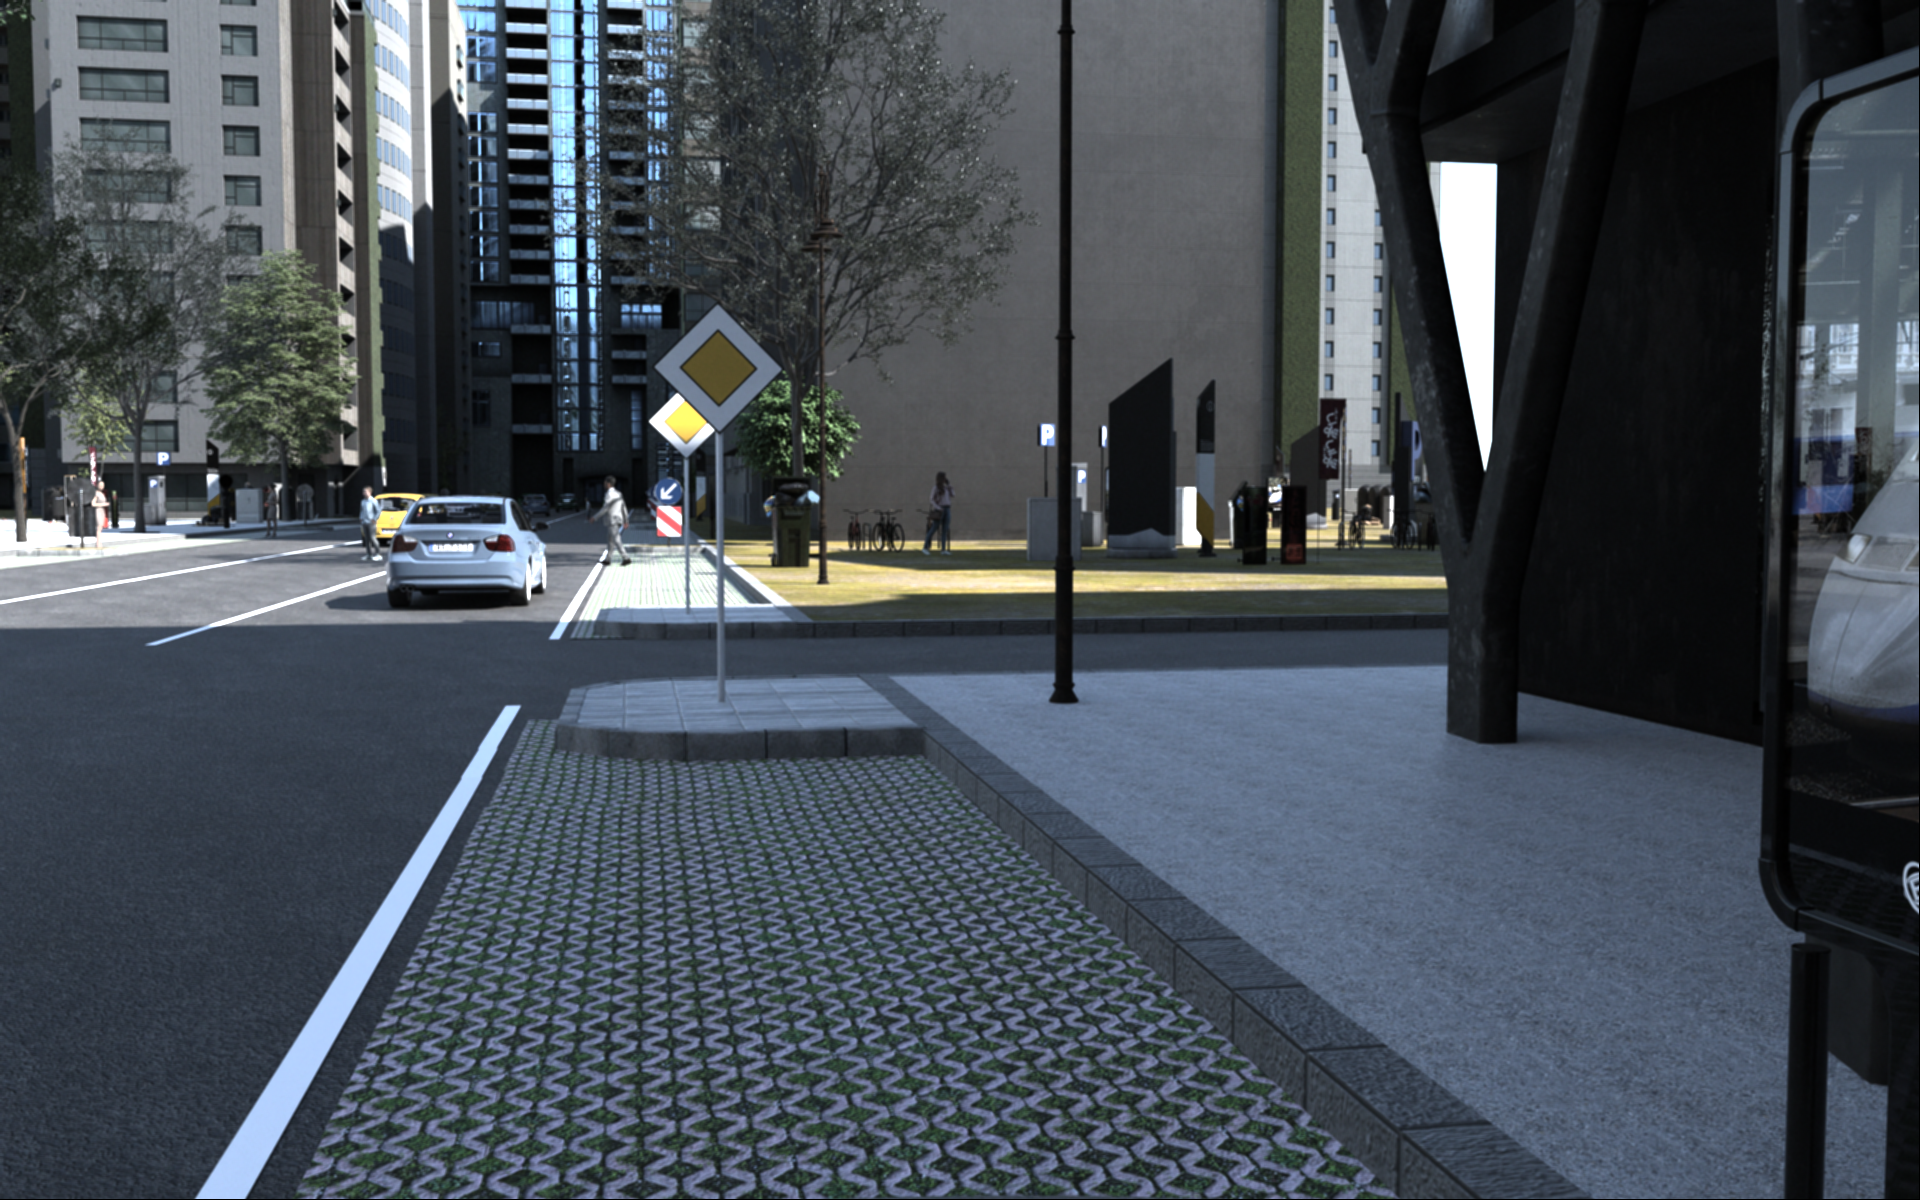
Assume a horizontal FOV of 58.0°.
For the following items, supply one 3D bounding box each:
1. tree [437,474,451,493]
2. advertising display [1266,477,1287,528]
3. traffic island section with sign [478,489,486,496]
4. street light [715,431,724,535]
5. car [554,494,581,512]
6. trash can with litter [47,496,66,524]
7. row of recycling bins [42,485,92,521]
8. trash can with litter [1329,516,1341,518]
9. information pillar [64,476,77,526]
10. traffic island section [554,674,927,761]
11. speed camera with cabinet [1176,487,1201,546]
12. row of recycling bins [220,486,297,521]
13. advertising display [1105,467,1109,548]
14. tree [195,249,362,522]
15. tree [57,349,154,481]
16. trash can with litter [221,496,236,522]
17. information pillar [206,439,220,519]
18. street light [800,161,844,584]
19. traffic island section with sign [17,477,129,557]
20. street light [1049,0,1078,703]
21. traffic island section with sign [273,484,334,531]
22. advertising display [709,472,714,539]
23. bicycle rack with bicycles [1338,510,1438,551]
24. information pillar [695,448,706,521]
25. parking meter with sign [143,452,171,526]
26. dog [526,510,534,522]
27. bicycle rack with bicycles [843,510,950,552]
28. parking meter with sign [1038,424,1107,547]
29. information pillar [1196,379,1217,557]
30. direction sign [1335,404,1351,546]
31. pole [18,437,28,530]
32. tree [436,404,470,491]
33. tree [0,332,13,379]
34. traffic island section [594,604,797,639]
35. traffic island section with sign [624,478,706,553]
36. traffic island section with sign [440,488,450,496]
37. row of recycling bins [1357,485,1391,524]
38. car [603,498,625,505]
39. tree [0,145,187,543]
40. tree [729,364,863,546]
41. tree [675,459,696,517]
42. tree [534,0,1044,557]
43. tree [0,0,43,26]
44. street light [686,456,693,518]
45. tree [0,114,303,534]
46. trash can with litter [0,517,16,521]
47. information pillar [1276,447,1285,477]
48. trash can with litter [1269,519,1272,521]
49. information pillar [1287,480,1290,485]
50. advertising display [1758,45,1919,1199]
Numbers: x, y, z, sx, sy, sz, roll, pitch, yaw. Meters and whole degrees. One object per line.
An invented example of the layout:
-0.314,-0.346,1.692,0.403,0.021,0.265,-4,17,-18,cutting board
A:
-42.474,-9.072,142.928,1.663,3.219,1.824,0,3,0,tree
11.970,-3.688,65.508,0.974,1.923,0.123,-2,4,-32,advertising display
-39.552,-8.248,143.486,1.989,1.847,2.006,-1,4,-10,traffic island section with sign
-8.244,-5.250,58.623,0.468,5.910,1.993,-1,4,-10,street light
-31.134,-7.683,137.415,2.131,1.459,4.920,-1,4,-12,car
-38.323,-3.884,74.553,1.678,1.210,2.233,3,5,39,trash can with litter
-43.055,-4.673,83.518,1.069,1.692,3.534,0,4,4,row of recycling bins
20.486,-5.044,93.530,1.678,1.210,2.233,3,4,38,trash can with litter
-35.334,-3.935,68.828,0.304,2.012,0.304,0,4,5,information pillar
-1.428,0.709,10.688,2.009,0.180,2.903,-1,4,-10,traffic island section
5.279,-2.966,42.837,0.660,3.252,2.038,3,5,40,speed camera with cabinet
-34.322,-4.740,84.604,3.534,1.692,1.069,-2,4,-24,row of recycling bins
3.792,-2.189,41.008,0.123,1.923,0.974,-3,4,-36,advertising display
-31.515,-9.909,80.133,7.486,12.596,7.792,0,3,0,tree
-39.322,-7.880,79.197,4.737,8.622,4.395,0,3,0,tree
-34.267,-4.282,81.066,1.678,1.210,2.233,-1,4,-15,trash can with litter
-31.726,-5.027,73.548,0.504,3.616,0.183,-2,4,-25,information pillar
-1.950,-3.162,24.494,0.468,5.910,1.993,-1,4,-10,street light
-20.642,-1.947,40.464,1.989,1.847,2.006,-1,4,-10,traffic island section with sign
0.641,-2.308,10.518,0.468,5.910,1.993,-1,4,-10,street light
-25.642,-3.615,67.738,1.989,1.847,2.006,-1,4,-10,traffic island section with sign
-7.157,-2.737,49.957,0.123,1.923,0.974,-1,4,-9,advertising display
9.885,-1.636,40.127,2.852,0.926,2.925,1,4,16,bicycle rack with bicycles
-12.371,-5.585,82.667,0.504,3.616,0.183,1,4,11,information pillar
-33.020,-4.581,71.154,0.543,3.016,1.738,0,4,-3,parking meter with sign
-17.048,-3.119,67.832,0.513,0.831,0.800,-2,4,-31,dog
-1.359,-1.592,39.409,2.852,0.926,2.925,0,4,-7,bicycle rack with bicycles
2.840,-2.944,44.399,1.738,3.016,0.543,1,4,16,parking meter with sign
5.014,-2.689,35.316,0.504,3.616,0.183,-3,5,-41,information pillar
9.522,-3.119,42.998,0.379,3.537,0.876,1,4,17,direction sign
-33.772,-4.193,62.396,0.158,3.312,0.155,0,3,0,pole
-41.401,-11.453,137.624,4.737,8.622,4.395,0,3,0,tree
-38.597,-7.113,66.668,4.737,8.622,4.395,0,3,0,tree
-2.870,0.229,18.543,2.009,0.180,2.903,-1,4,-10,traffic island section
-7.303,-2.086,42.741,1.989,1.847,2.006,-1,4,-10,traffic island section with sign
-34.548,-6.580,116.208,1.989,1.847,2.006,-1,4,-10,traffic island section with sign
18.659,-4.205,75.869,1.069,1.692,3.534,-2,4,-25,row of recycling bins
-30.717,-8.860,153.664,1.959,1.807,4.718,-1,4,-8,car
-24.931,-6.818,45.889,8.767,10.594,7.601,-1,4,-17,tree
-4.144,-3.650,43.397,4.285,4.588,4.351,0,3,0,tree
-14.882,-6.163,95.359,1.663,3.219,1.824,0,3,0,tree
-3.283,-7.631,35.144,12.009,13.543,11.850,0,3,0,tree
-20.339,-10.474,27.142,12.611,20.169,13.585,0,3,0,tree
-14.370,-7.314,92.367,0.468,5.910,1.993,-1,4,-10,street light
-26.900,-8.927,56.323,12.009,13.543,11.850,0,3,0,tree
-46.672,-4.475,84.225,2.233,1.210,1.678,0,4,1,trash can with litter
15.884,-5.790,86.015,0.183,3.616,0.504,-3,4,-39,information pillar
15.560,-4.378,82.632,2.233,1.210,1.678,-1,4,-20,trash can with litter
17.597,-5.395,92.694,0.304,2.012,0.304,-2,4,-26,information pillar
1.460,0.174,2.369,0.123,1.923,0.974,-1,4,-10,advertising display
